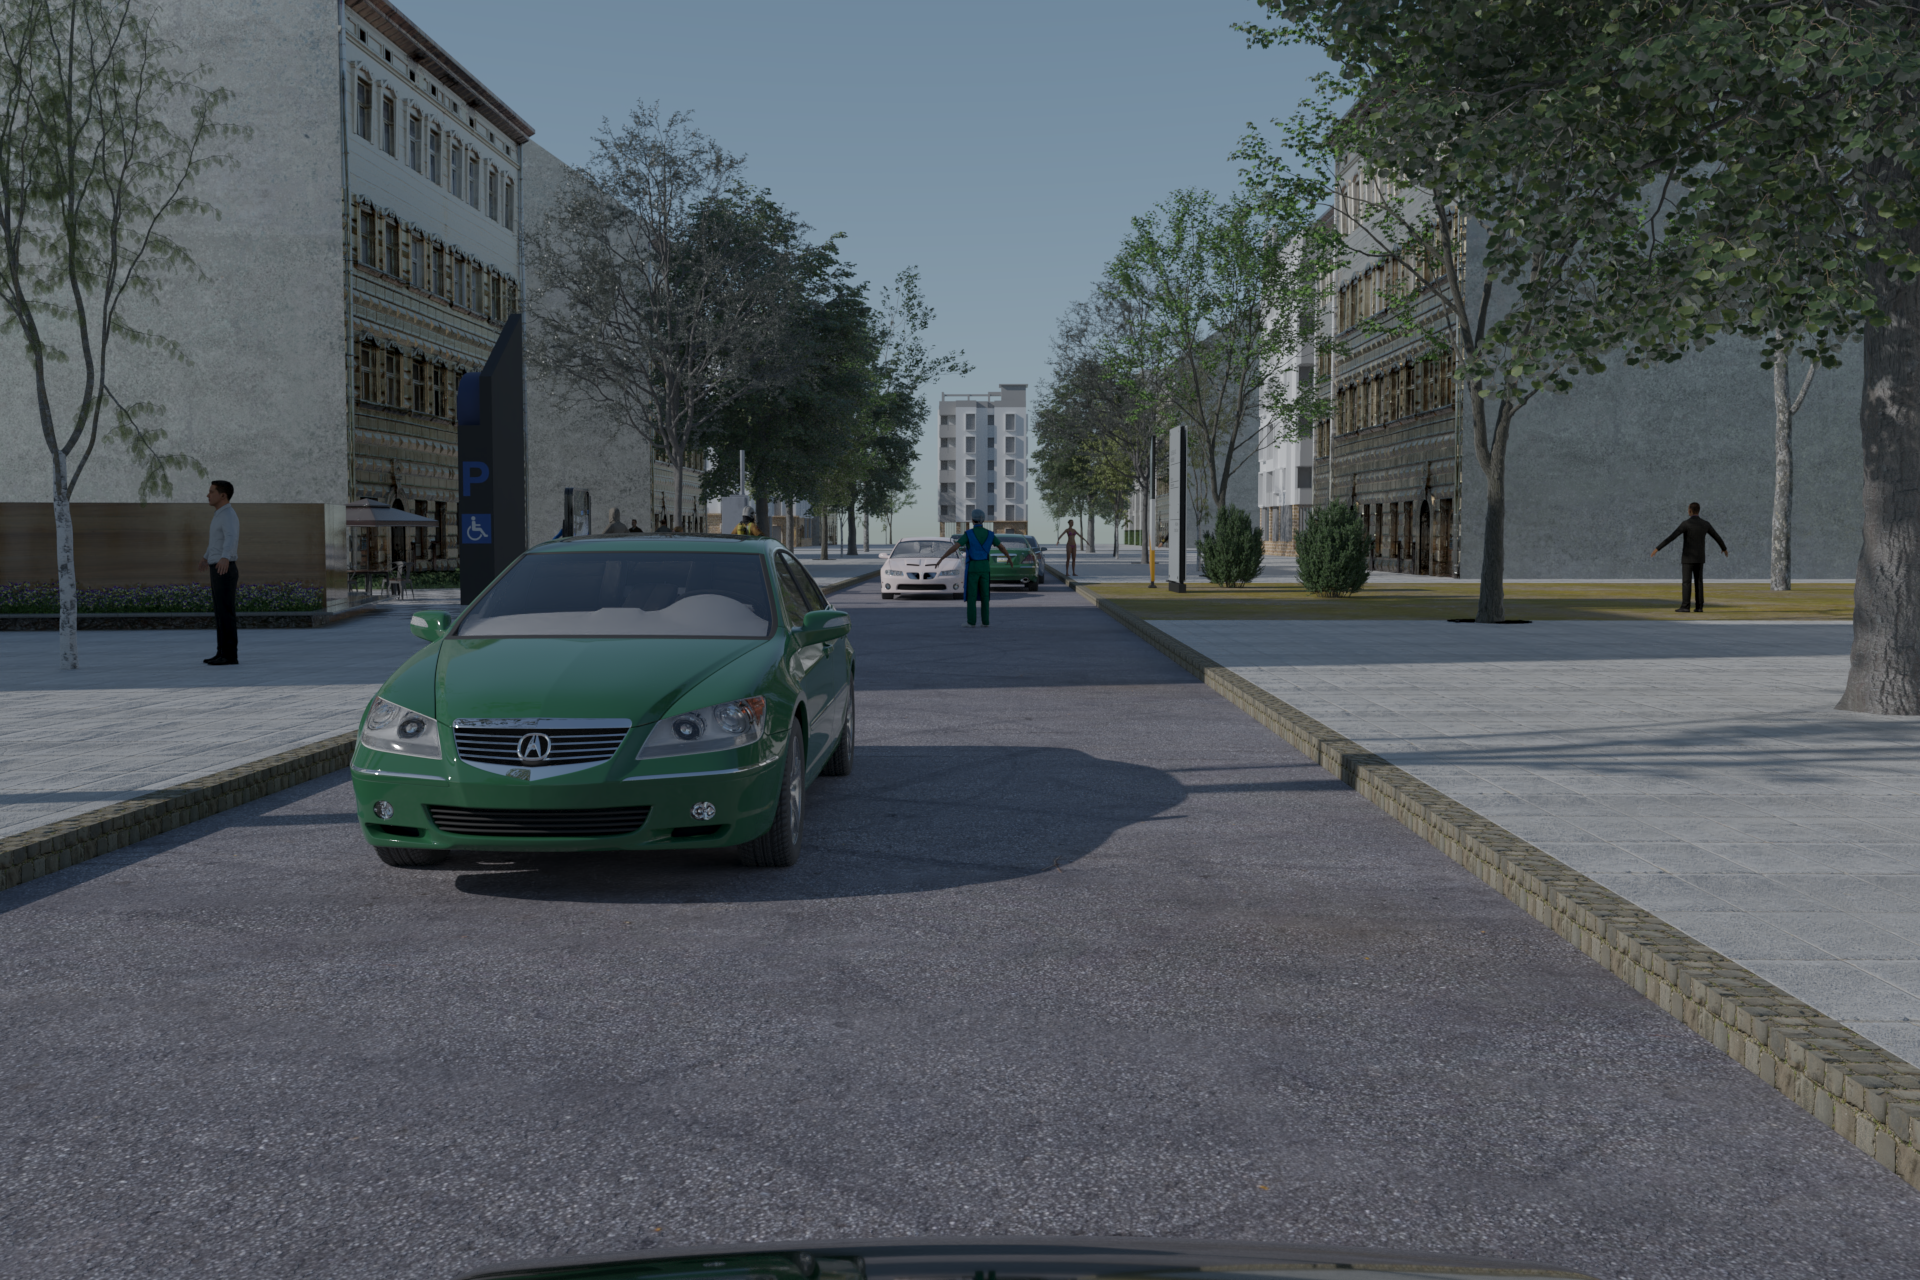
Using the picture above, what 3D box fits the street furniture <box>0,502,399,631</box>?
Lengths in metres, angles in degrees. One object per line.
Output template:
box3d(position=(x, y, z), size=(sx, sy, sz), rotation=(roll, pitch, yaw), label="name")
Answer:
box3d(position=(-13.309, -1.138, 25.456), size=(9.812, 1.723, 11.010), rotation=(-1, 4, -11), label="street furniture")

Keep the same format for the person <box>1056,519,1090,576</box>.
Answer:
box3d(position=(3.434, -2.818, 52.870), size=(1.217, 1.733, 0.721), rotation=(-2, 4, -31), label="person")

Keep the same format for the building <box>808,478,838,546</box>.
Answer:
box3d(position=(-24.183, -22.417, 197.443), size=(19.493, 23.208, 18.063), rotation=(0, 4, 2), label="building")

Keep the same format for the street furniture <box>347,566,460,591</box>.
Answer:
box3d(position=(-13.058, -1.548, 40.940), size=(10.072, 0.657, 5.734), rotation=(-2, 4, -25), label="street furniture")

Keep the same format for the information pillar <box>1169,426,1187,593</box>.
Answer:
box3d(position=(4.814, -2.872, 38.278), size=(0.184, 3.620, 1.656), rotation=(0, 4, -1), label="information pillar")

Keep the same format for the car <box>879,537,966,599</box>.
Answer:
box3d(position=(-0.774, -1.660, 39.497), size=(2.083, 1.381, 4.827), rotation=(0, 4, 1), label="car")

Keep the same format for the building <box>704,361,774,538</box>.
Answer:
box3d(position=(-22.948, -18.092, 152.231), size=(16.016, 20.090, 11.380), rotation=(0, 4, 1), label="building")

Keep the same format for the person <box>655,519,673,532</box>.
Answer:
box3d(position=(-10.344, -3.317, 60.509), size=(1.348, 1.796, 0.705), rotation=(-1, 4, -8), label="person")

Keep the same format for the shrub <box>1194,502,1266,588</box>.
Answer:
box3d(position=(6.460, -2.281, 41.332), size=(1.661, 2.075, 1.752), rotation=(0, 3, 0), label="shrub")

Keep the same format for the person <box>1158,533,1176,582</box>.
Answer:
box3d(position=(5.746, -2.478, 46.456), size=(0.705, 1.837, 1.347), rotation=(3, 4, 37), label="person")

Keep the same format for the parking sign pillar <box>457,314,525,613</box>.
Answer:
box3d(position=(-5.573, -1.967, 20.630), size=(1.447, 3.967, 1.447), rotation=(0, 4, 2), label="parking sign pillar")

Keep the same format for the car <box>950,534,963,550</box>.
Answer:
box3d(position=(0.041, -6.692, 121.218), size=(2.131, 1.459, 4.920), rotation=(0, 4, 1), label="car")

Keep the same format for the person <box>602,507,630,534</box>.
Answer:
box3d(position=(-6.932, -1.748, 34.702), size=(0.705, 1.813, 1.348), rotation=(2, 4, 31), label="person")

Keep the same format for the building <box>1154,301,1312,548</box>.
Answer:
box3d(position=(28.598, -20.337, 163.440), size=(19.493, 23.208, 18.063), rotation=(0, 4, 1), label="building")

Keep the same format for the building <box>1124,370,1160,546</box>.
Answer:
box3d(position=(28.004, -20.047, 194.222), size=(16.747, 18.905, 31.486), rotation=(0, 4, 1), label="building")

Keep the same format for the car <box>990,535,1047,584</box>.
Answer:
box3d(position=(1.598, -2.404, 51.303), size=(2.014, 1.417, 4.499), rotation=(0, 4, 1), label="car")

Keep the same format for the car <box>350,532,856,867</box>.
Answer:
box3d(position=(-1.576, 0.172, 8.981), size=(2.131, 1.459, 4.920), rotation=(0, 4, 1), label="car")

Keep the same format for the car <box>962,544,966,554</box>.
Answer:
box3d(position=(1.006, -5.861, 104.623), size=(1.959, 1.807, 4.718), rotation=(0, 4, 1), label="car")

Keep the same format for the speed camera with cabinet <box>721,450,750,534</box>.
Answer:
box3d(position=(-5.319, -2.893, 41.630), size=(0.660, 3.252, 2.038), rotation=(0, 4, 0), label="speed camera with cabinet")

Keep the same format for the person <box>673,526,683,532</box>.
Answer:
box3d(position=(-5.256, -1.437, 32.759), size=(0.599, 1.433, 0.991), rotation=(-3, 5, -40), label="person")

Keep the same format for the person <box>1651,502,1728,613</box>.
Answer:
box3d(position=(11.991, -1.354, 28.366), size=(1.346, 1.802, 0.704), rotation=(-1, 4, -8), label="person")

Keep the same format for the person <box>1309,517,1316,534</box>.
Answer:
box3d(position=(11.064, -2.936, 53.866), size=(0.705, 1.847, 1.347), rotation=(3, 5, 41), label="person")

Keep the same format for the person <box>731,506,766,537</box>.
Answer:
box3d(position=(-4.296, -1.810, 35.366), size=(1.354, 1.858, 0.705), rotation=(2, 4, 34), label="person")

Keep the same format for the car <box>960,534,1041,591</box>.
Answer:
box3d(position=(1.069, -2.028, 44.951), size=(2.131, 1.459, 4.920), rotation=(0, 3, 0), label="car")

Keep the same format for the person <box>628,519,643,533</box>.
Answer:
box3d(position=(-11.601, -3.394, 61.628), size=(1.346, 1.812, 0.704), rotation=(1, 4, 17), label="person")

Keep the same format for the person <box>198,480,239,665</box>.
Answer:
box3d(position=(-7.284, -0.666, 17.052), size=(0.704, 1.810, 1.344), rotation=(-2, 4, -31), label="person")

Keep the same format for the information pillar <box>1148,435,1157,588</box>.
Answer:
box3d(position=(4.580, -3.048, 41.183), size=(0.183, 3.616, 0.504), rotation=(0, 4, 1), label="information pillar")

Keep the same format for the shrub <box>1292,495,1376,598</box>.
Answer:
box3d(position=(7.538, -1.890, 34.950), size=(1.661, 2.075, 1.752), rotation=(0, 3, 0), label="shrub")

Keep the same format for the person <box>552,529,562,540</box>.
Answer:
box3d(position=(-10.591, -2.517, 47.117), size=(1.349, 1.833, 0.705), rotation=(-3, 5, -40), label="person")

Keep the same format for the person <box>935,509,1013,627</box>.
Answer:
box3d(position=(0.257, -1.107, 26.689), size=(1.347, 1.817, 0.704), rotation=(-2, 4, -27), label="person")

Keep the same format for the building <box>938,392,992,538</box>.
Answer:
box3d(position=(-2.528, -22.254, 222.725), size=(11.380, 20.090, 16.016), rotation=(0, 4, 5), label="building")
